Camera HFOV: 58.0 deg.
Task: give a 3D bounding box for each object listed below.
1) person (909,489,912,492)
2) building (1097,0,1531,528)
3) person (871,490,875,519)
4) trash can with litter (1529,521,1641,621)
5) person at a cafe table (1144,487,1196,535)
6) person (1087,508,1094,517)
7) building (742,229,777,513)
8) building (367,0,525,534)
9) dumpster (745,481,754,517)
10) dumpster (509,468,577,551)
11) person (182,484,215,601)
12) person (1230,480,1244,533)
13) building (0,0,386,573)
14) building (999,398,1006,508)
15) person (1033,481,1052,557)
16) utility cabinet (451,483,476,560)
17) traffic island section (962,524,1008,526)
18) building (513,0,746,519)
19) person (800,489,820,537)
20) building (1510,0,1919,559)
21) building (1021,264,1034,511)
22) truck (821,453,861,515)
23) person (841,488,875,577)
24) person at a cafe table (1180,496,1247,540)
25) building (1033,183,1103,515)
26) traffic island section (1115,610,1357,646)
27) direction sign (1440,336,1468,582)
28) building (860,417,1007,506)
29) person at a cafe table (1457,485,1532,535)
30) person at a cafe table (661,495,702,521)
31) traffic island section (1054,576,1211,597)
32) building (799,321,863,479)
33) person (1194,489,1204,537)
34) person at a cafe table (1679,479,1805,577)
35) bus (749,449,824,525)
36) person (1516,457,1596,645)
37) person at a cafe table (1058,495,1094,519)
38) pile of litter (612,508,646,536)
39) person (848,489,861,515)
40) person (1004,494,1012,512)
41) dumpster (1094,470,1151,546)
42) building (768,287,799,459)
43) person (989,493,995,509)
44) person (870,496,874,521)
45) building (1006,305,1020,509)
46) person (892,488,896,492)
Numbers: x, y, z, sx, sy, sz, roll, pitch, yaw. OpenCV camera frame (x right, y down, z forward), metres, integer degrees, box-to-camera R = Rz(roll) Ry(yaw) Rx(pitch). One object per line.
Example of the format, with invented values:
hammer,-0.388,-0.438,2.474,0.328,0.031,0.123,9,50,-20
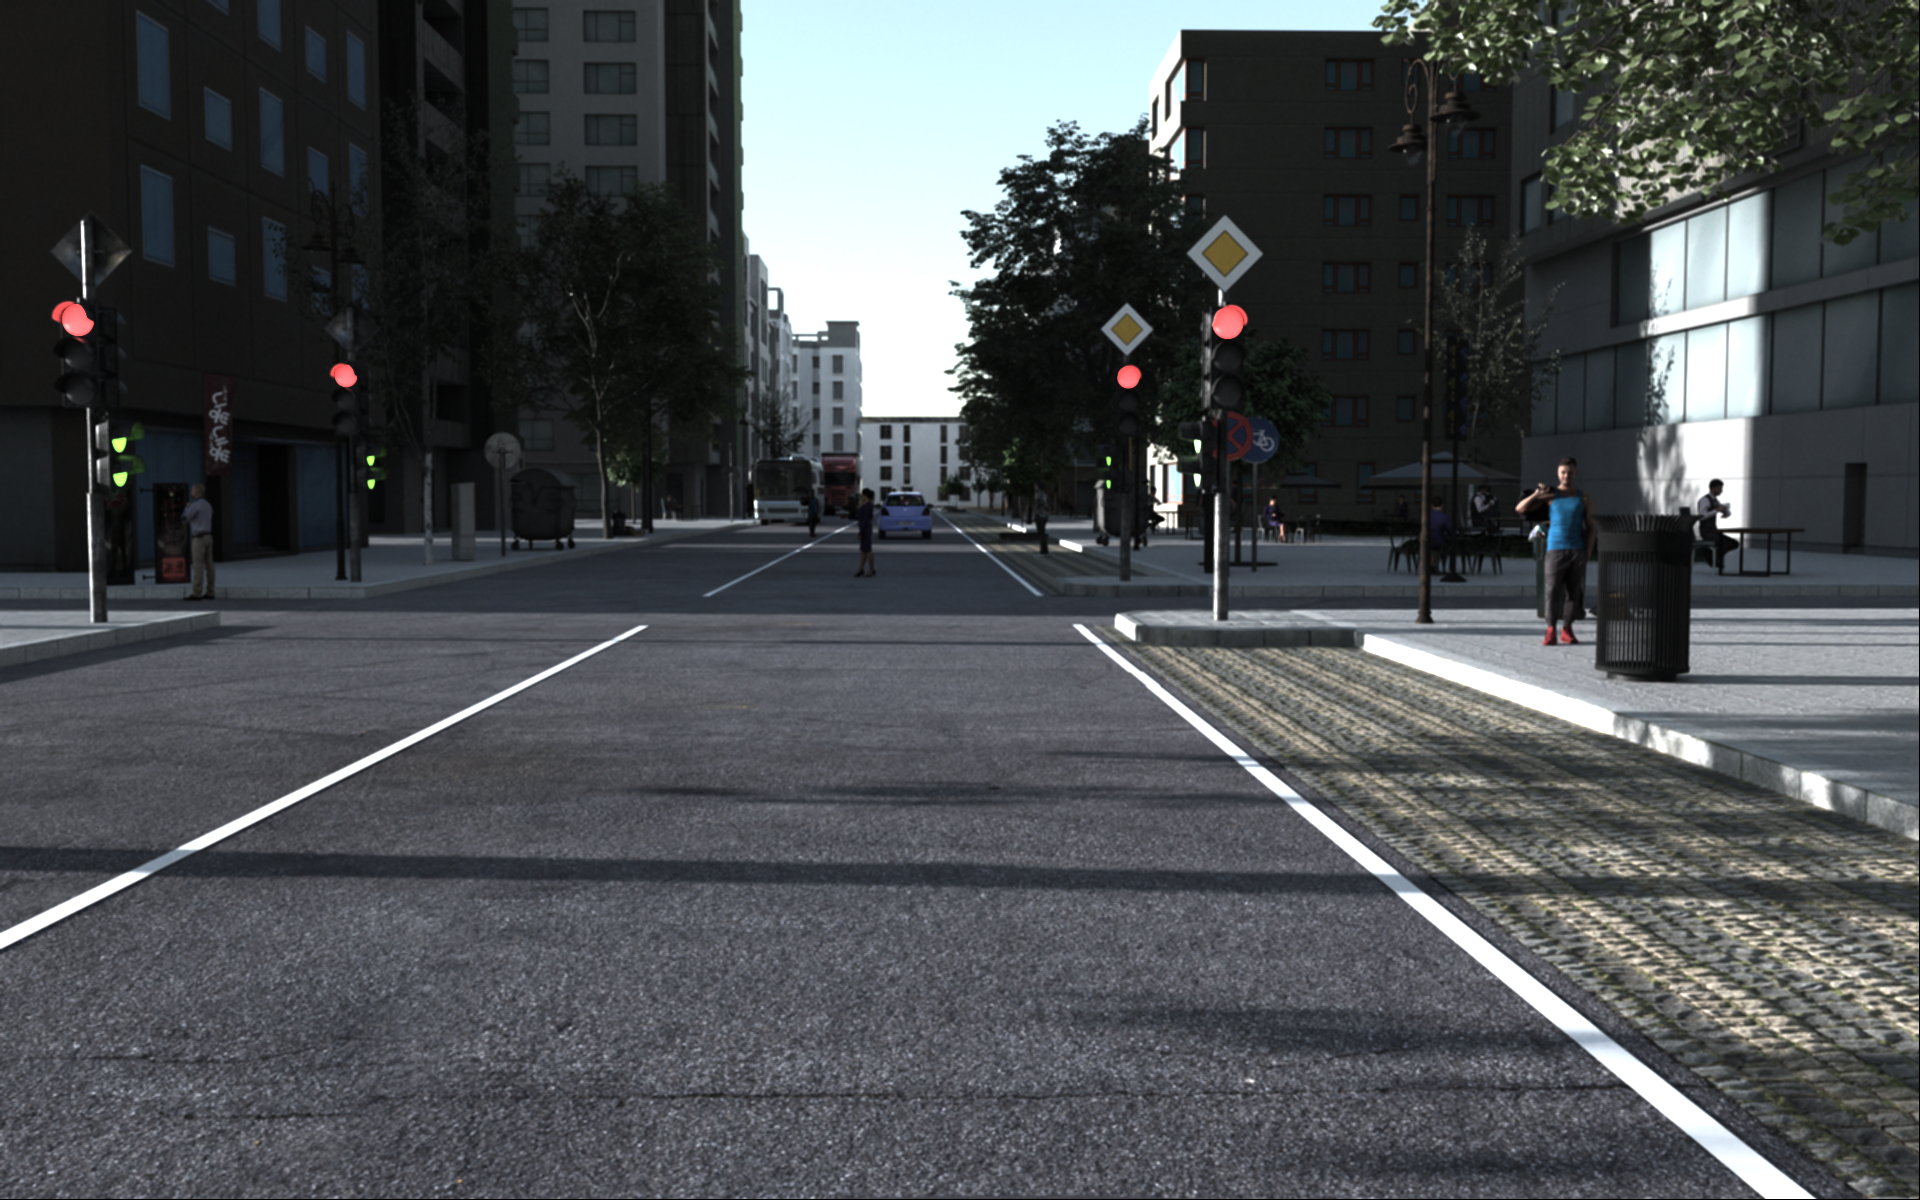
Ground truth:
person,-3.381,-6.581,116.541,0.568,1.767,0.683,1,4,14
building,21.642,-14.345,79.580,27.650,21.520,28.899,0,4,-2
person,-5.157,-5.487,99.678,0.517,1.644,0.566,0,4,-7
trash can with litter,6.412,-0.390,17.765,1.055,1.170,0.624,1,4,9
person at a cafe table,6.471,-2.874,55.510,1.622,1.524,1.698,2,4,33
person,7.211,-4.853,95.860,0.357,0.543,0.381,0,4,-7
building,-23.178,-15.983,127.772,16.747,18.905,31.486,0,4,-2
building,-23.317,-17.497,57.772,14.160,30.474,14.107,0,4,-2
dumpster,-11.195,-5.738,96.312,1.502,2.255,1.985,0,4,-2
dumpster,-9.607,-2.087,39.886,1.264,1.857,1.865,0,4,-2
person,-10.307,-0.788,23.443,0.319,1.574,0.516,1,4,15
person,9.077,-3.092,57.296,0.504,1.737,0.576,1,4,22
building,-20.589,-23.444,33.418,14.600,45.320,14.200,0,4,-2
building,11.517,-18.402,157.286,16.016,20.091,11.380,0,4,-2
person,1.866,-1.838,39.282,0.376,1.734,0.841,1,4,16
utility cabinet,-9.635,-1.521,33.542,0.318,1.500,1.173,-2,4,-23
traffic island section,1.093,-3.324,77.221,1.991,0.108,1.994,0,4,-2
building,-19.281,-25.012,92.548,14.154,41.232,14.086,0,4,-2
person,-4.968,-2.893,57.671,0.647,1.594,0.662,-2,4,-31
building,30.927,-27.660,41.487,27.495,52.752,28.713,0,4,-2
building,12.797,-16.280,122.595,16.016,20.091,11.380,0,4,-2
truck,-8.224,-7.993,119.591,2.839,4.237,11.283,0,4,-2
person,-1.738,-1.160,29.835,0.546,1.535,0.453,-1,4,-18
person at a cafe table,7.165,-2.313,48.685,1.726,1.238,1.698,1,4,15
building,13.302,-15.586,111.246,16.016,20.091,11.380,0,4,-2
traffic island section,2.678,0.283,17.649,2.009,0.180,2.903,0,4,-2
direction sign,7.219,-2.033,25.241,0.379,3.537,0.876,2,4,34
building,3.085,-15.316,192.565,28.070,9.664,9.099,0,4,-2
person at a cafe table,12.272,-1.904,39.646,1.622,1.524,1.698,0,4,6
person at a cafe table,-13.422,-4.411,82.985,1.726,1.238,1.698,-1,4,-21
traffic island section,2.465,-0.205,25.631,2.009,0.180,2.903,0,4,-2
building,-16.890,-20.737,195.472,11.380,20.091,16.016,0,4,-2
person,7.119,-2.768,51.432,0.434,1.807,0.598,1,4,21
person at a cafe table,12.372,-1.170,27.645,1.622,1.524,1.698,3,5,41
bus,-8.027,-5.351,82.344,2.948,3.499,13.247,0,4,-2
person,5.137,-0.428,14.911,0.647,1.594,0.662,0,4,8
person at a cafe table,5.944,-4.787,89.130,1.726,1.238,1.698,1,4,10
pile of litter,-10.272,-2.412,53.400,1.176,0.858,1.719,0,4,-2
person,-6.679,-6.122,109.320,0.721,1.736,1.217,2,4,34
person,3.646,-7.216,124.842,1.217,1.723,0.721,0,4,-1
dumpster,4.058,-2.285,43.120,1.264,1.857,1.865,0,4,-2
building,-21.868,-18.870,164.937,11.380,20.091,16.016,0,4,-2
person,2.840,-8.957,153.202,0.721,1.736,1.217,-1,4,-23
person,-4.696,-4.833,91.433,0.340,1.345,0.435,-3,5,-41
building,12.107,-16.993,134.258,16.016,20.091,11.380,0,4,-2
person,-3.469,-5.074,92.150,0.565,1.739,0.600,2,4,29
